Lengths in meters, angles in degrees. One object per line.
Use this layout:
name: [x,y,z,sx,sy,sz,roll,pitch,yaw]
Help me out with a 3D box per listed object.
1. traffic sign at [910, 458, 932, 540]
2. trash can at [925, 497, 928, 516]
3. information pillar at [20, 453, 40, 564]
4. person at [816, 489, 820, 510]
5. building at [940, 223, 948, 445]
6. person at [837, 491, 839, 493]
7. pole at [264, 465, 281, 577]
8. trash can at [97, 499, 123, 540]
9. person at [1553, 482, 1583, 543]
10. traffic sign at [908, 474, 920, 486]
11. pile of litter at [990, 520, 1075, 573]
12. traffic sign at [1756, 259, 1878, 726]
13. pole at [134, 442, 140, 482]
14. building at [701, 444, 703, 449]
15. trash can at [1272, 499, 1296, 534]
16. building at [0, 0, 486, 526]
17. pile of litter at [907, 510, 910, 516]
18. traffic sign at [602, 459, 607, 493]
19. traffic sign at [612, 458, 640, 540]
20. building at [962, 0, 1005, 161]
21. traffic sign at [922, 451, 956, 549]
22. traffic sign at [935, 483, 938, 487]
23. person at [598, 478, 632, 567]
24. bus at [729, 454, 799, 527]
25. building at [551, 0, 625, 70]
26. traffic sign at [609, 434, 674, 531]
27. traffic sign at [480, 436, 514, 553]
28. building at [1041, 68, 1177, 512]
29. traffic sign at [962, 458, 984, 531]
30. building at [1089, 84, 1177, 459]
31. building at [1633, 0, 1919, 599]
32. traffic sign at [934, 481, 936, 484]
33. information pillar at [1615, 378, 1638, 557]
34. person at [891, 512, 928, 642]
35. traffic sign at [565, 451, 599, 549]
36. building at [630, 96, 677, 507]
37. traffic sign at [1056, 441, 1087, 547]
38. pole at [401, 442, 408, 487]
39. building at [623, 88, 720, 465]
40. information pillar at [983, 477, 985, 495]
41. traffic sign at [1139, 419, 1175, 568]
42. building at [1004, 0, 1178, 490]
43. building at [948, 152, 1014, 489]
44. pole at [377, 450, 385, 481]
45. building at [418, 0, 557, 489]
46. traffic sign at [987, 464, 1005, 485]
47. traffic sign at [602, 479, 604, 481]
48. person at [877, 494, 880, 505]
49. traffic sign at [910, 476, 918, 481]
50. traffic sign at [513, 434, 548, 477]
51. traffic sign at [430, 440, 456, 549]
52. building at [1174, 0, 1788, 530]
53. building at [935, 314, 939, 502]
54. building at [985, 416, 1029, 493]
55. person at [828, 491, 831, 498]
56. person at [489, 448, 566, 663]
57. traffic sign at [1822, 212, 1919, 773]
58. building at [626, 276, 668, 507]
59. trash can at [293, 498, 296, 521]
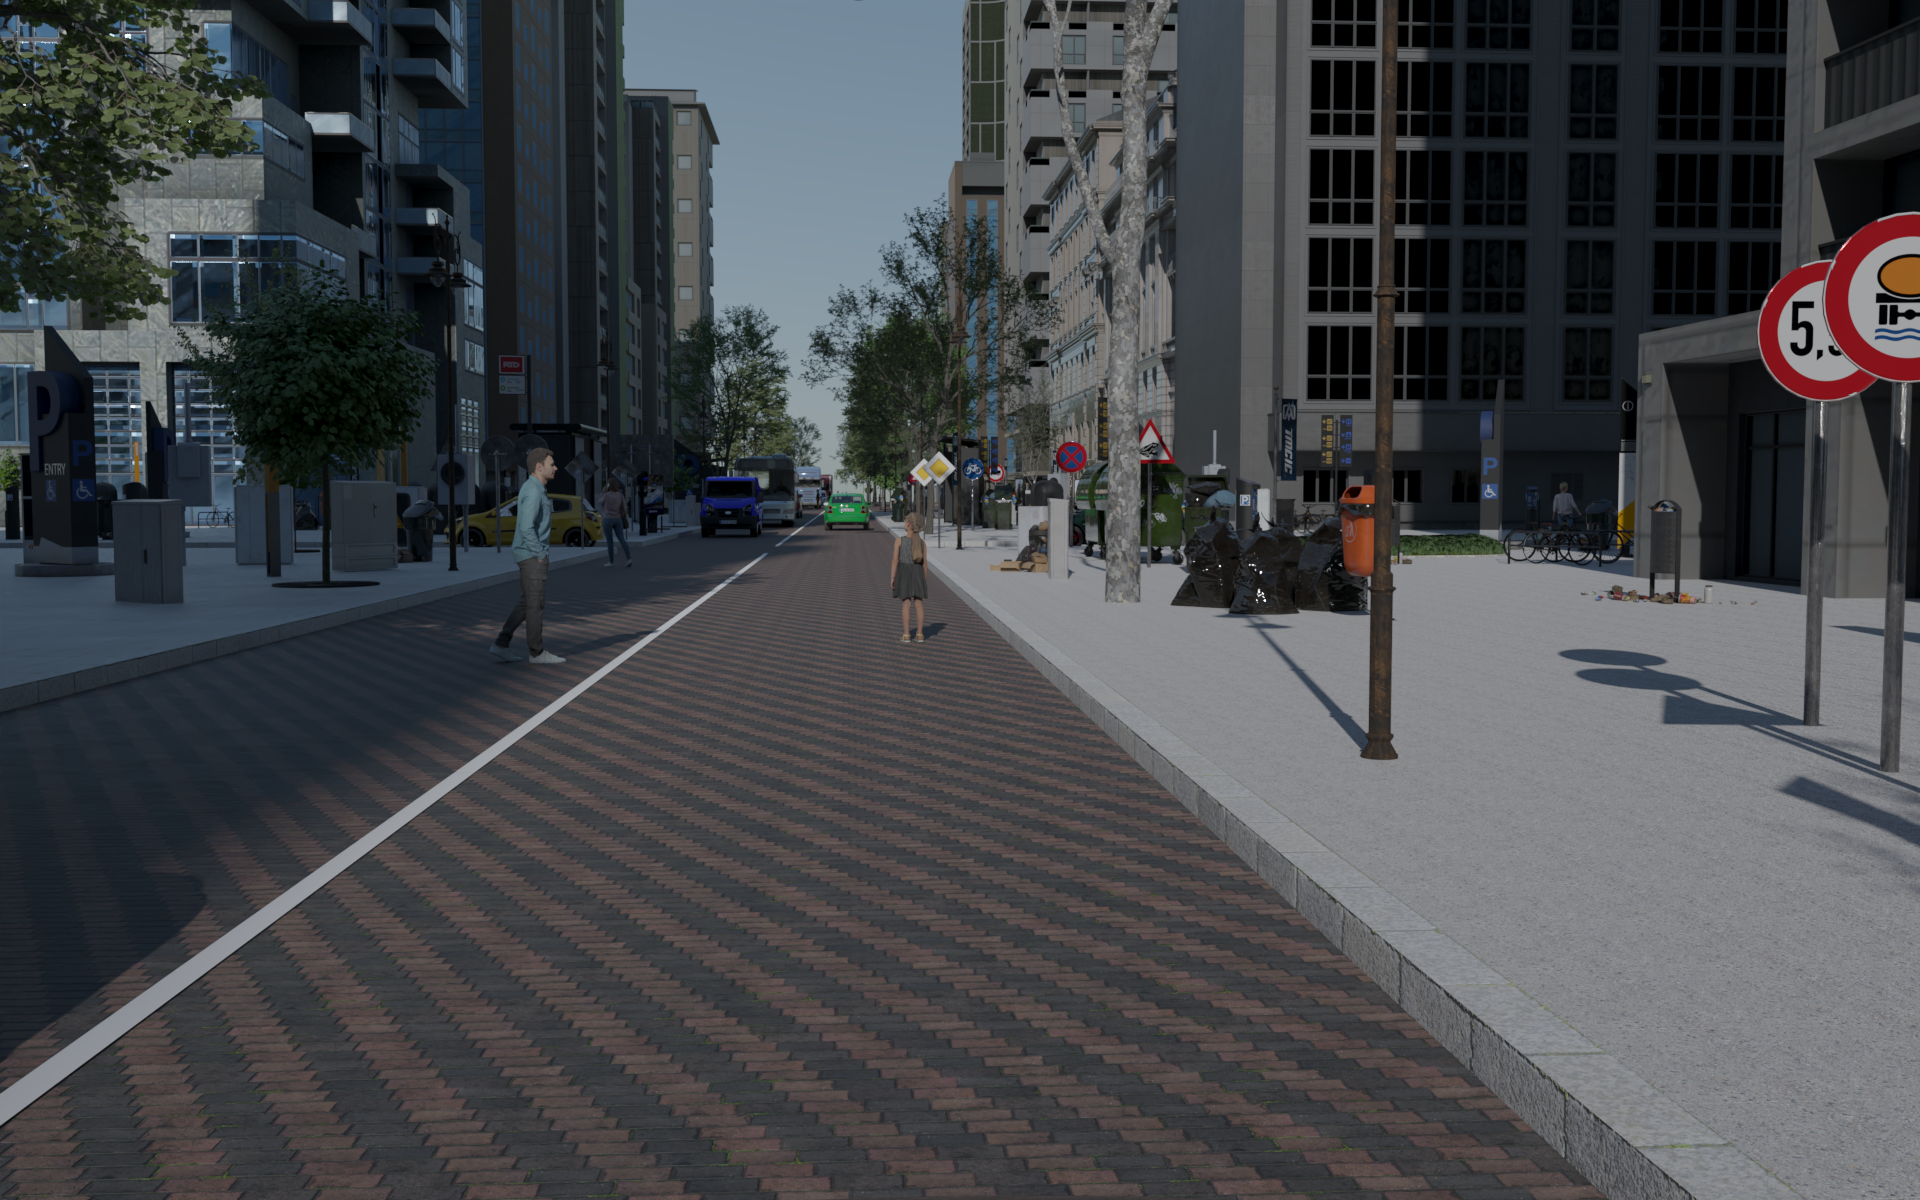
traffic sign: [-1.007,-2.755,48.693,0.795,2.450,0.064,0,4,-4]
trash can: [-2.188,-5.404,100.011,0.748,1.137,0.748,0,3,0]
information pillar: [-16.649,-1.631,31.157,0.304,2.012,0.304,0,4,3]
person: [-13.004,-9.171,158.079,0.705,1.869,1.348,-1,4,-11]
building: [3.917,-35.396,262.322,14.154,41.232,14.086,0,4,-4]
person: [-15.527,-12.978,220.672,0.705,1.826,1.348,-1,4,-22]
pole: [-10.657,-2.016,26.805,0.158,3.312,0.155,0,3,0]
trash can: [-23.814,-2.256,48.533,0.748,1.137,0.748,0,3,0]
person: [15.805,-2.192,45.008,0.731,1.740,0.598,1,4,14]
traffic sign: [-2.767,-6.411,104.926,0.768,2.556,0.104,0,4,-1]
pile of litter: [1.187,-0.903,28.736,1.176,0.858,1.719,-1,4,-23]
traffic sign: [4.719,-0.576,9.524,0.768,2.556,0.104,0,4,0]
pole: [-32.223,-4.525,67.829,0.158,3.312,0.155,0,3,0]
building: [-50.448,-34.465,255.386,32.217,40.220,23.993,0,4,-4]
trash can: [9.884,-2.519,52.847,0.748,1.137,0.748,0,3,0]
building: [-35.496,-47.014,81.345,22.319,86.520,31.000,0,4,-4]
pile of litter: [-3.213,-4.990,95.547,1.719,0.858,1.176,2,4,31]
traffic sign: [-12.808,-3.844,62.947,0.768,2.556,0.104,0,4,6]
traffic sign: [-9.285,-2.724,48.181,0.795,2.450,0.064,0,4,-4]
building: [8.945,-49.297,244.260,20.563,71.187,20.611,0,4,-4]
traffic sign: [-0.492,-2.268,40.724,0.795,2.450,0.064,0,4,-4]
traffic sign: [-1.659,-6.529,108.878,0.606,2.300,0.079,0,4,0]
person: [-6.742,-1.526,34.042,0.593,1.750,0.643,-3,5,-40]
bus: [-8.784,-5.146,78.996,2.948,3.499,13.247,0,4,-5]
building: [-32.788,-27.246,129.069,14.154,41.232,14.086,0,4,-4]
traffic sign: [-10.903,-3.995,59.189,2.265,3.308,0.079,0,4,5]
traffic sign: [-10.074,-2.303,37.760,0.768,2.556,0.104,0,3,0]
building: [12.798,-19.267,112.283,12.463,27.353,25.104,0,4,-4]
traffic sign: [0.441,-3.702,60.635,0.768,2.556,0.104,0,4,-3]
building: [14.805,-15.058,87.993,13.314,21.916,24.055,0,4,-4]
building: [21.231,-35.272,14.944,20.563,71.187,20.611,0,4,-4]
traffic sign: [-1.484,-5.633,92.198,0.768,2.556,0.104,0,4,-2]
information pillar: [13.571,-2.671,35.022,0.504,3.616,0.183,2,4,26]
person: [-0.493,-0.226,16.863,0.362,1.253,0.373,-1,4,-13]
traffic sign: [-8.770,-2.237,40.212,0.795,2.450,0.064,0,4,-4]
building: [-36.112,-29.901,172.480,14.154,41.232,14.086,0,4,-4]
traffic sign: [2.692,-2.553,41.854,0.768,2.556,0.104,0,4,6]
pole: [-15.154,-3.266,47.249,0.158,3.312,0.155,0,3,0]
building: [-46.875,-39.149,229.319,28.713,52.752,27.495,0,4,-4]
information pillar: [0.937,-4.302,74.825,0.304,2.012,0.304,0,4,4]
traffic sign: [3.293,-1.841,30.104,0.884,2.594,0.081,0,4,-3]
building: [18.386,-34.380,151.359,28.713,52.752,27.495,0,4,-4]
building: [5.781,-35.311,227.437,14.600,45.320,14.200,0,4,-4]
pole: [-16.556,-3.406,49.532,0.158,3.312,0.155,0,3,0]
building: [-34.786,-28.327,113.254,14.600,45.320,14.200,0,4,-4]
traffic sign: [1.493,-4.434,72.599,0.768,2.556,0.104,0,4,4]
traffic sign: [-14.161,-4.168,68.246,0.768,2.556,0.104,0,4,3]
person: [-9.564,-11.798,204.624,0.599,1.433,0.991,2,4,33]
traffic sign: [-1.621,-4.361,71.312,0.884,2.594,0.081,0,4,1]
traffic sign: [-9.155,-2.254,36.952,0.768,2.556,0.104,0,4,2]
traffic sign: [-11.964,-2.483,40.595,0.884,2.594,0.081,0,4,-3]
building: [21.429,-16.719,66.857,24.014,27.812,14.314,0,4,-4]
building: [2.822,-30.892,276.779,14.160,30.474,14.107,0,4,-4]
building: [18.343,-29.725,177.886,32.217,40.220,23.993,0,4,-4]
person: [-17.460,-13.741,233.121,0.705,1.831,1.348,-3,5,-40]
person: [-3.687,-0.378,14.706,0.620,1.820,0.660,-1,4,-21]
traffic sign: [4.299,-0.479,7.932,0.768,2.556,0.104,0,4,4]
building: [-41.013,-18.720,151.103,27.650,21.520,28.899,0,4,-4]
trash can: [-22.145,-2.764,56.839,0.748,1.137,0.748,0,3,0]
